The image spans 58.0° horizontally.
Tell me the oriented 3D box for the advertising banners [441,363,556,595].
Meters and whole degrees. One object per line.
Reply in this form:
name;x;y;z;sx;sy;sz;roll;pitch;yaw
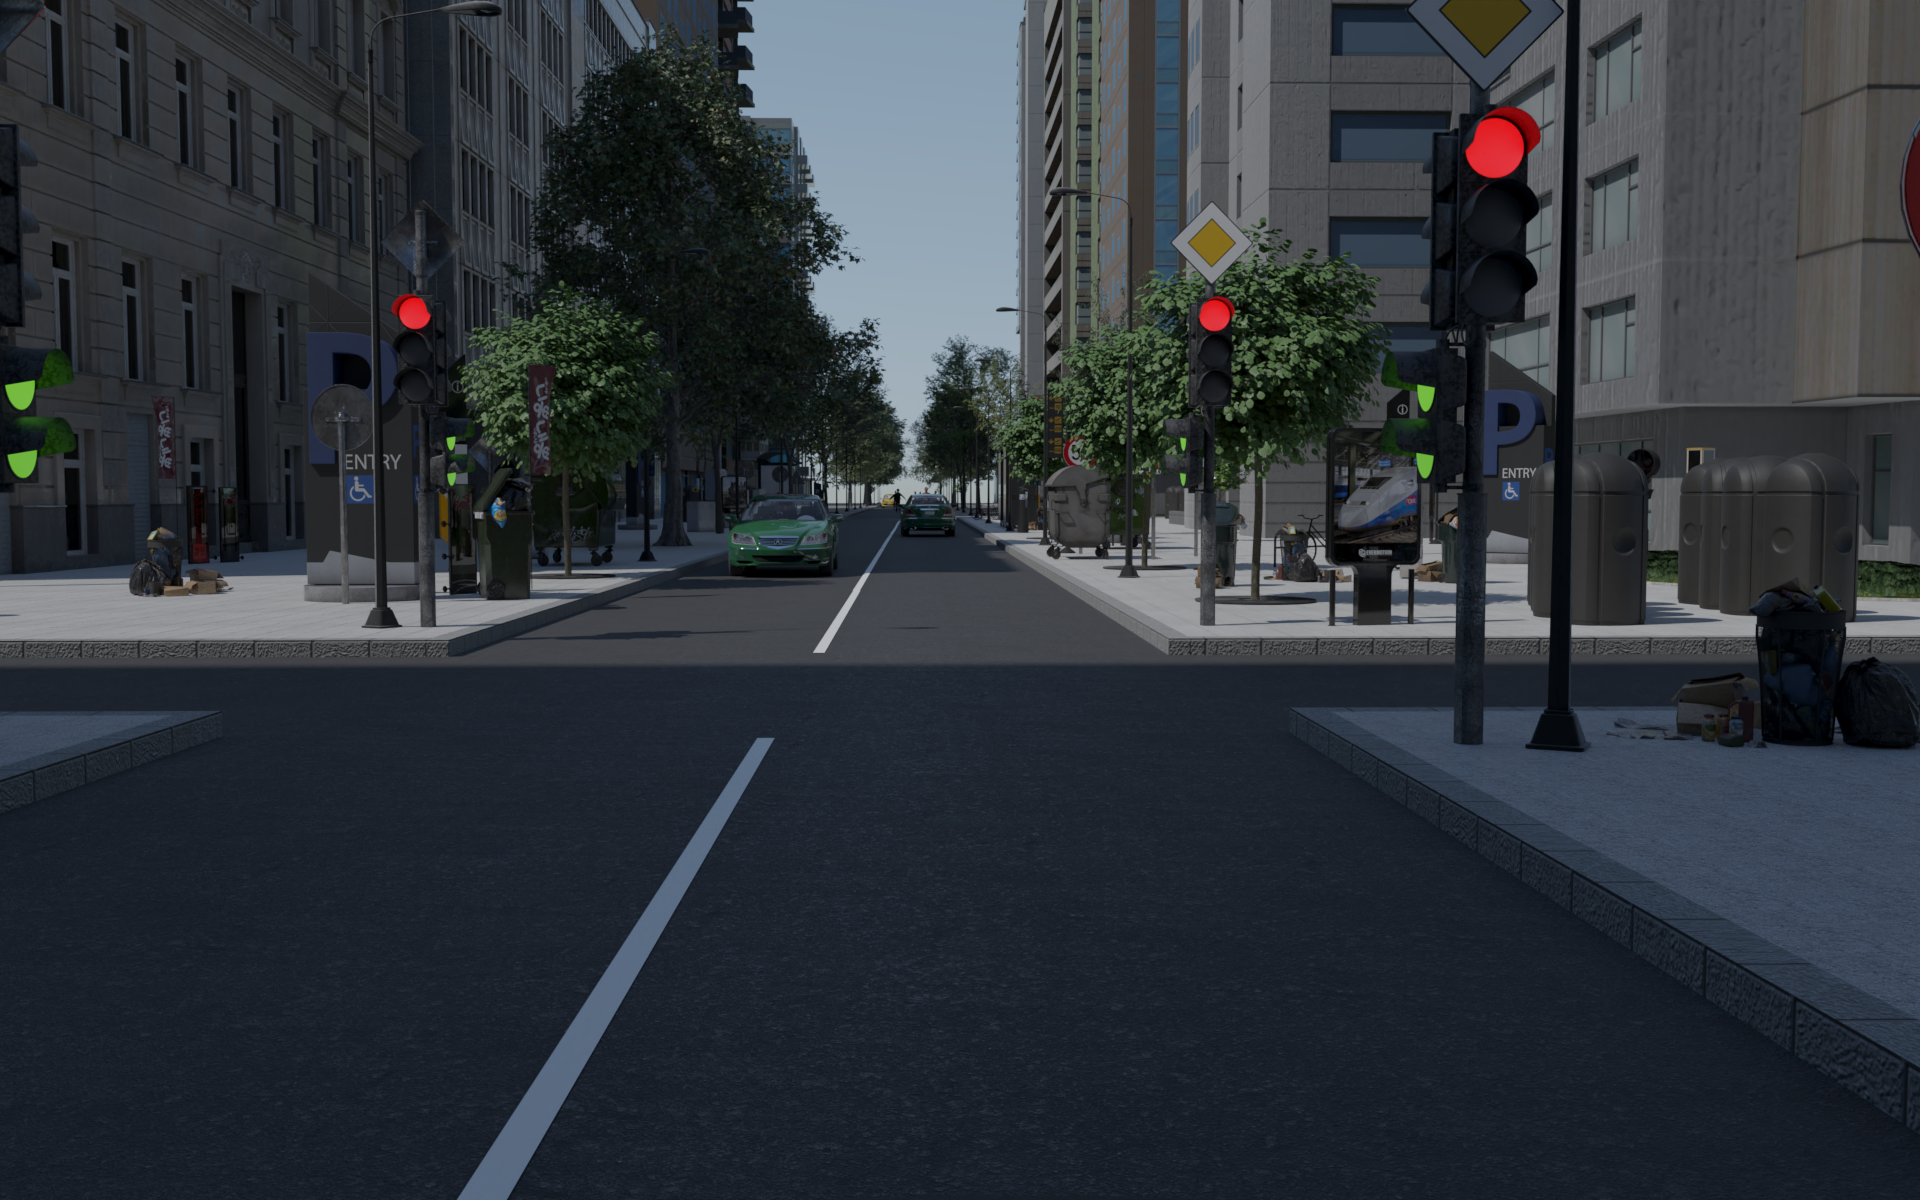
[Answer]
advertising banners;-6.010;-1.625;22.751;0.090;3.025;2.074;2;4;30

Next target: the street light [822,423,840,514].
street light;-6.687;-6.826;84.144;1.470;5.913;1.316;0;4;-1

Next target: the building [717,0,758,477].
building;-27.591;-29.337;134.290;22.147;44.769;28.867;0;4;-1

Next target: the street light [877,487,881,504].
street light;-8.979;-12.480;176.595;1.470;5.913;1.316;0;4;-1

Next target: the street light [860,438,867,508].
street light;-7.765;-9.440;126.882;1.470;5.913;1.316;0;4;-1

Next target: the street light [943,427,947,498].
street light;-0.287;-8.959;119.023;1.470;5.913;1.316;0;4;-1

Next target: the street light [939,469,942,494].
street light;-0.709;-9.952;135.261;1.470;5.913;1.316;0;4;-1

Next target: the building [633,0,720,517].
building;-23.372;-28.268;112.292;14.600;45.320;14.200;0;4;-1

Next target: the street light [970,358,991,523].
street light;1.186;-5.312;59.395;1.470;5.913;1.316;0;4;-1

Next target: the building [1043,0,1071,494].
building;18.589;-32.136;149.125;21.300;48.544;21.600;0;4;-1

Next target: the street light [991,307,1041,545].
street light;1.590;-4.319;43.156;1.470;5.913;1.316;0;4;-1

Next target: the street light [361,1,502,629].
street light;-5.017;-2.687;16.480;1.470;5.913;1.316;0;4;-1

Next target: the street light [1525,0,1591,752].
street light;2.491;-2.205;8.593;1.470;5.913;1.316;0;4;-1

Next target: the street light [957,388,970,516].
street light;0.709;-6.305;75.632;1.470;5.913;1.316;0;4;-1

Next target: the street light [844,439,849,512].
street light;-6.853;-7.391;93.389;1.470;5.913;1.316;0;4;-1

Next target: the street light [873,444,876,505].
street light;-8.630;-11.434;159.493;1.470;5.913;1.316;0;4;-1

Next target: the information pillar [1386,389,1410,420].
information pillar;9.282;-2.774;36.708;0.504;3.616;0.183;1;4;10

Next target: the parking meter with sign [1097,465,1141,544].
parking meter with sign;4.111;-2.994;45.214;0.543;3.016;1.738;-2;4;-32

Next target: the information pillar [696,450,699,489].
information pillar;-13.845;-6.122;91.444;0.183;3.616;0.504;-1;4;-17

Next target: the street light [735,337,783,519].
street light;-5.945;-4.756;50.297;1.470;5.913;1.316;0;4;-1

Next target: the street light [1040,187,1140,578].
street light;2.051;-3.295;26.407;1.470;5.913;1.316;0;4;-1

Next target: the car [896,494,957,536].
car;-1.131;-2.946;59.969;2.131;1.459;4.920;0;4;-3

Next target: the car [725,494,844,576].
car;-3.182;-1.219;31.731;2.131;1.459;4.920;0;4;-2

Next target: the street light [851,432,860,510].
street light;-7.313;-8.422;110.234;1.470;5.913;1.316;0;4;-1

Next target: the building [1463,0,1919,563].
building;19.132;-21.425;33.889;14.086;41.232;14.154;0;4;-1

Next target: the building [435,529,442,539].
building;-20.703;-14.731;58.882;12.078;24.808;19.932;0;4;-1

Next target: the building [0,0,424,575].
building;-20.846;-14.621;36.317;12.463;27.353;25.104;0;4;-1

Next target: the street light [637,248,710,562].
street light;-5.423;-3.689;32.850;1.470;5.913;1.316;0;4;-1

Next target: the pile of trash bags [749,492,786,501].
pile of trash bags;-7.497;-3.652;69.456;1.912;1.369;3.447;-1;4;-21

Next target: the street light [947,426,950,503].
street light;0.104;-7.966;102.784;1.470;5.913;1.316;0;4;-1

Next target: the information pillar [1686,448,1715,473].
information pillar;11.814;-1.418;27.672;0.304;2.012;0.304;-2;4;-28

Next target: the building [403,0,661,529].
building;-21.227;-15.948;78.770;12.078;24.808;19.932;0;4;-1

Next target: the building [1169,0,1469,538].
building;18.972;-31.842;62.620;21.231;58.520;28.212;0;4;-1

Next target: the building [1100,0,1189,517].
building;16.015;-27.695;102.924;14.600;45.320;14.200;0;4;-1

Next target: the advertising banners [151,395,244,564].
advertising banners;-13.972;-2.176;31.763;0.090;3.025;2.074;1;4;21

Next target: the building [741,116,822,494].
building;-30.088;-36.844;222.009;23.786;49.044;30.456;0;4;-1

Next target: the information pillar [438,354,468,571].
information pillar;-8.448;-2.296;28.901;0.504;3.616;0.183;-3;5;-39

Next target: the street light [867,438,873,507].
street light;-8.142;-10.433;143.121;1.470;5.913;1.316;0;4;-1

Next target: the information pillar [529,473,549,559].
information pillar;-8.305;-1.813;34.134;0.304;2.012;0.304;0;4;0

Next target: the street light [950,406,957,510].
street light;0.347;-7.299;91.872;1.470;5.913;1.316;0;4;-1

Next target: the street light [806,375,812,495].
street light;-6.305;-5.749;66.537;1.470;5.913;1.316;0;4;-1

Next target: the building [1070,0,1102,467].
building;15.240;-27.392;131.449;14.154;41.232;14.086;0;4;-1

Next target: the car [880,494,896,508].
car;-7.161;-10.260;177.974;2.015;1.641;3.980;0;4;-1
